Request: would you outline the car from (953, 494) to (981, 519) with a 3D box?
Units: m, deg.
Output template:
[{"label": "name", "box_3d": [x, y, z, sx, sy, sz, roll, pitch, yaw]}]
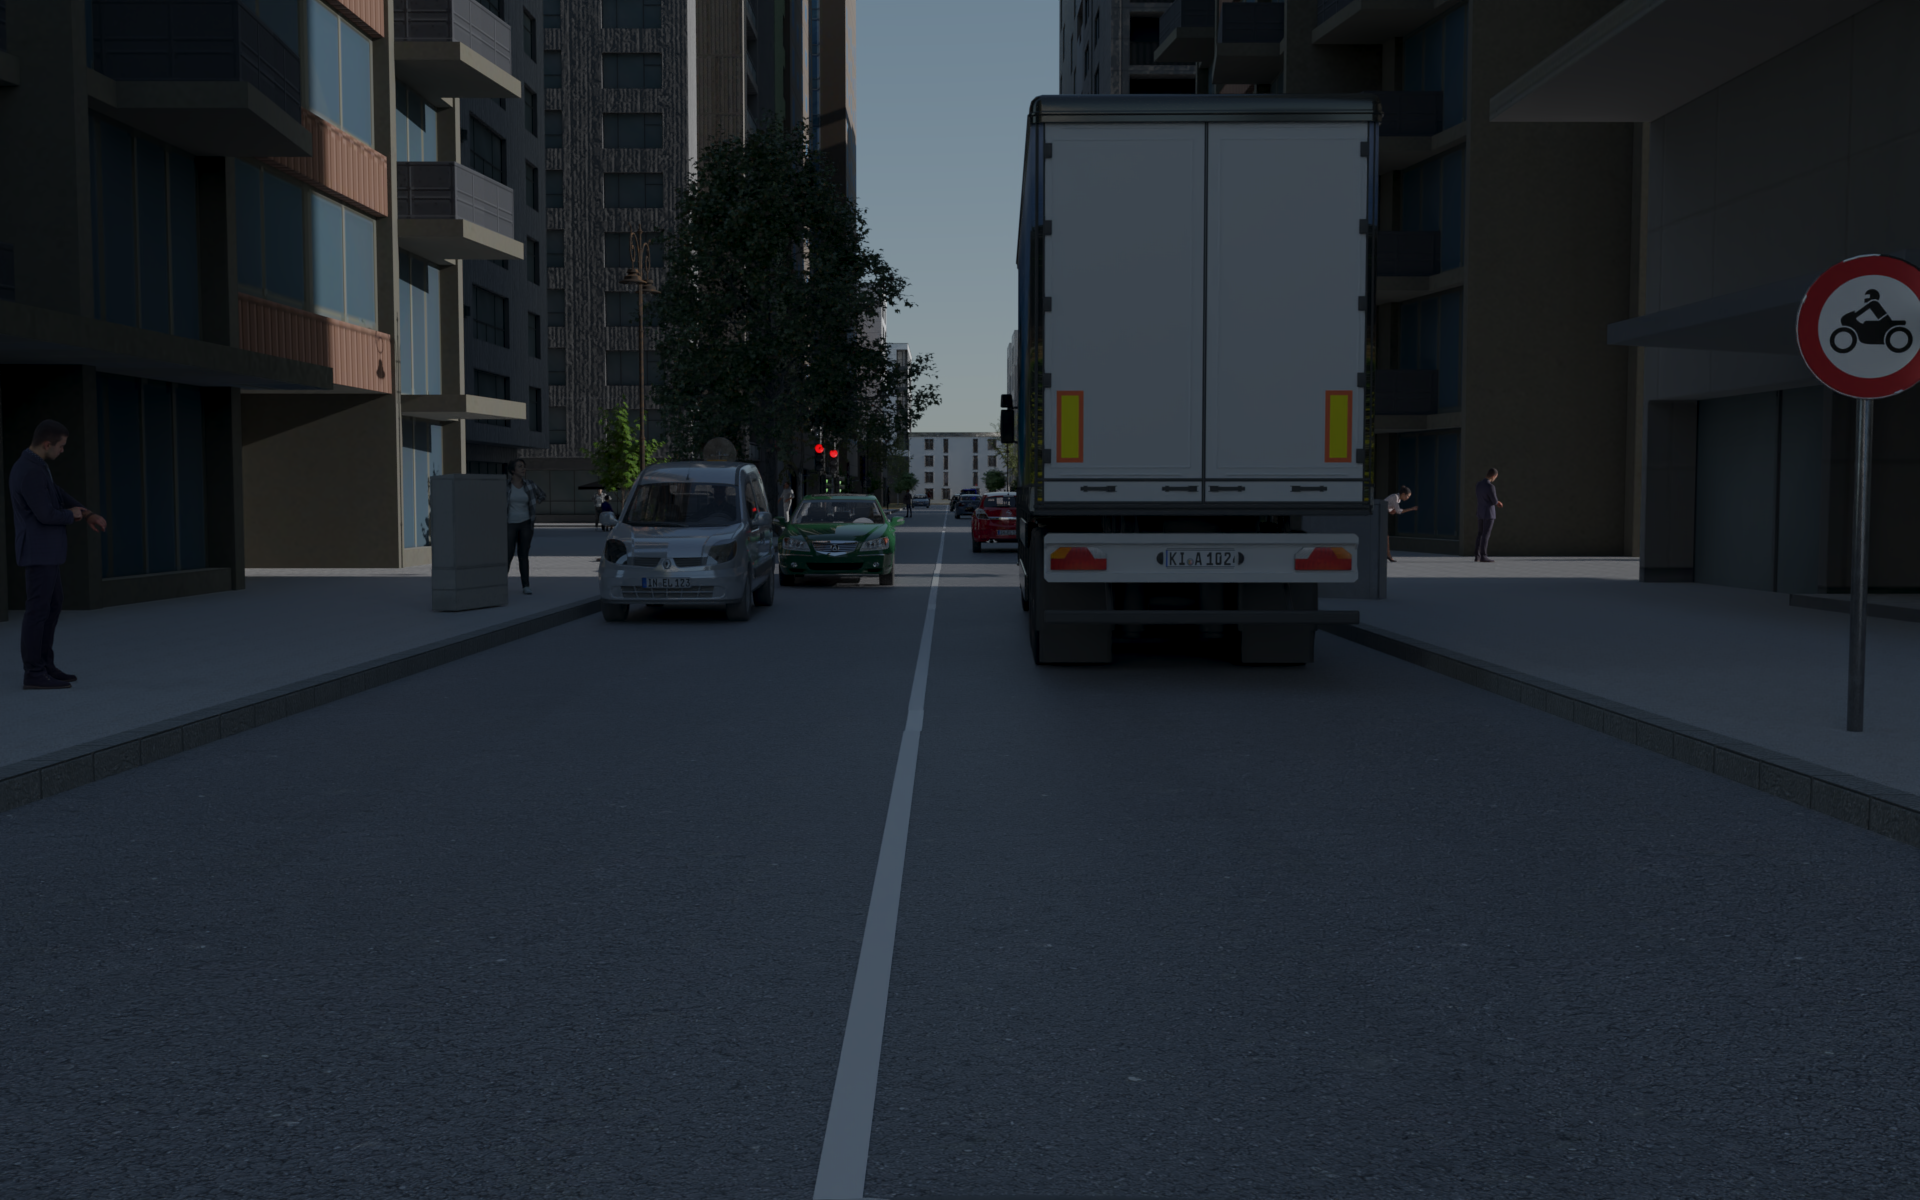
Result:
[{"label": "car", "box_3d": [0.595, -5.457, 101.231, 2.014, 1.417, 4.499, 0, 4, -2]}]

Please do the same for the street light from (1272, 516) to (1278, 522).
[{"label": "street light", "box_3d": [4.829, -3.277, 26.361, 0.468, 5.910, 1.993, 0, 4, 0]}]

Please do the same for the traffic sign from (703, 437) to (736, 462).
[{"label": "traffic sign", "box_3d": [-5.397, -2.371, 38.869, 0.768, 2.556, 0.104, 0, 4, 4]}]

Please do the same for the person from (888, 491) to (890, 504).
[{"label": "person", "box_3d": [-8.936, -12.824, 216.434, 0.721, 1.735, 1.217, 1, 4, 13]}]

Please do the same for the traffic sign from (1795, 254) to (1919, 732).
[{"label": "traffic sign", "box_3d": [4.845, -0.562, 9.298, 0.768, 2.556, 0.104, 0, 4, 6]}]

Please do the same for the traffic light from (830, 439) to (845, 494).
[{"label": "traffic light", "box_3d": [-5.287, -5.147, 73.075, 0.839, 4.253, 0.868, 0, 4, 0]}]

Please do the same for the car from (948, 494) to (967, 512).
[{"label": "car", "box_3d": [0.043, -8.121, 142.559, 2.009, 1.686, 4.222, 0, 4, -2]}]

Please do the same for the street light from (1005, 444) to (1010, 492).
[{"label": "street light", "box_3d": [4.045, -10.713, 147.944, 0.468, 5.910, 1.993, 0, 4, 0]}]

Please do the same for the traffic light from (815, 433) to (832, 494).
[{"label": "traffic light", "box_3d": [-5.238, -4.659, 65.090, 0.839, 4.253, 0.868, 0, 4, 0]}]

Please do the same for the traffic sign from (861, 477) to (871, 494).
[{"label": "traffic sign", "box_3d": [-5.607, -6.187, 103.284, 0.606, 2.300, 0.079, 0, 4, 3]}]

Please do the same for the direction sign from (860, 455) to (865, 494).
[{"label": "direction sign", "box_3d": [-5.716, -6.701, 101.561, 0.379, 3.537, 0.876, -2, 4, -24]}]

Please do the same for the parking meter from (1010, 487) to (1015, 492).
[{"label": "parking meter", "box_3d": [3.995, -7.619, 130.282, 0.399, 1.863, 0.255, 3, 5, 43]}]

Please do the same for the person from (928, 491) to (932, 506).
[{"label": "person", "box_3d": [-3.684, -12.272, 209.114, 0.705, 1.831, 1.348, -1, 4, -18]}]

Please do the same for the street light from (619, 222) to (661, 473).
[{"label": "street light", "box_3d": [-5.476, -3.486, 29.782, 0.468, 5.910, 1.993, 0, 4, 0]}]

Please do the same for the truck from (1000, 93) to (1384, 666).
[{"label": "truck", "box_3d": [1.837, -1.765, 17.769, 2.839, 4.237, 11.283, 0, 4, 1]}]

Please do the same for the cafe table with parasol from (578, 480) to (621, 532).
[{"label": "cafe table with parasol", "box_3d": [-11.822, -3.358, 59.773, 2.610, 1.966, 2.610, 0, 4, -4]}]

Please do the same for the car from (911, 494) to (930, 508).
[{"label": "car", "box_3d": [-4.037, -10.042, 176.183, 2.014, 1.417, 4.499, 0, 4, -2]}]

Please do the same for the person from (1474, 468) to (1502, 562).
[{"label": "person", "box_3d": [9.969, -1.597, 32.609, 0.568, 1.767, 0.683, -1, 4, -20]}]

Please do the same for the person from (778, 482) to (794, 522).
[{"label": "person", "box_3d": [-7.414, -4.113, 73.438, 0.875, 1.805, 0.789, 3, 5, 44]}]

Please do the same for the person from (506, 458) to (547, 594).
[{"label": "person", "box_3d": [-5.673, -0.940, 22.139, 0.841, 1.734, 0.376, -2, 4, -25]}]

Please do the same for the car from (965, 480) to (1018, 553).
[{"label": "car", "box_3d": [1.190, -2.128, 43.826, 2.155, 1.783, 4.494, 0, 4, 0]}]

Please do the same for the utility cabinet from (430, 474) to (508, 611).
[{"label": "utility cabinet", "box_3d": [-5.465, -0.649, 19.285, 0.318, 1.500, 1.173, 1, 4, 13]}]

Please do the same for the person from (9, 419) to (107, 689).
[{"label": "person", "box_3d": [-5.983, -0.307, 11.515, 0.568, 1.767, 0.683, -2, 4, -32]}]

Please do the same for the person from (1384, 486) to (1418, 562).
[{"label": "person", "box_3d": [8.119, -1.432, 32.639, 0.799, 1.438, 0.628, -1, 4, -16]}]

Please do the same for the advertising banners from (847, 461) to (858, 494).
[{"label": "advertising banners", "box_3d": [-5.718, -5.841, 91.696, 0.090, 3.025, 2.074, -1, 4, -18]}]

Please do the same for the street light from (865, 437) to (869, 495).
[{"label": "street light", "box_3d": [-5.946, -8.500, 111.757, 0.468, 5.910, 1.993, 0, 4, 0]}]

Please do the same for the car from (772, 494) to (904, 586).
[{"label": "car", "box_3d": [-1.985, -1.028, 28.612, 2.131, 1.459, 4.920, 0, 4, -2]}]

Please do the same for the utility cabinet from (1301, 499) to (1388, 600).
[{"label": "utility cabinet", "box_3d": [4.746, -0.626, 21.398, 1.020, 1.237, 0.306, 2, 4, 34]}]

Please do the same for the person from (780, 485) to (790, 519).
[{"label": "person", "box_3d": [-8.291, -4.608, 82.091, 0.504, 1.737, 0.576, -2, 4, -26]}]

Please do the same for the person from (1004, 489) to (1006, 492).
[{"label": "person", "box_3d": [4.294, -9.826, 167.385, 1.217, 1.739, 0.721, 1, 4, 18]}]

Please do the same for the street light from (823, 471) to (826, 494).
[{"label": "street light", "box_3d": [-5.752, -6.149, 73.316, 0.468, 5.910, 1.993, 0, 4, 0]}]

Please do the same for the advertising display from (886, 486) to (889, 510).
[{"label": "advertising display", "box_3d": [-5.831, -8.210, 139.455, 0.123, 1.923, 0.974, 0, 4, -8]}]
